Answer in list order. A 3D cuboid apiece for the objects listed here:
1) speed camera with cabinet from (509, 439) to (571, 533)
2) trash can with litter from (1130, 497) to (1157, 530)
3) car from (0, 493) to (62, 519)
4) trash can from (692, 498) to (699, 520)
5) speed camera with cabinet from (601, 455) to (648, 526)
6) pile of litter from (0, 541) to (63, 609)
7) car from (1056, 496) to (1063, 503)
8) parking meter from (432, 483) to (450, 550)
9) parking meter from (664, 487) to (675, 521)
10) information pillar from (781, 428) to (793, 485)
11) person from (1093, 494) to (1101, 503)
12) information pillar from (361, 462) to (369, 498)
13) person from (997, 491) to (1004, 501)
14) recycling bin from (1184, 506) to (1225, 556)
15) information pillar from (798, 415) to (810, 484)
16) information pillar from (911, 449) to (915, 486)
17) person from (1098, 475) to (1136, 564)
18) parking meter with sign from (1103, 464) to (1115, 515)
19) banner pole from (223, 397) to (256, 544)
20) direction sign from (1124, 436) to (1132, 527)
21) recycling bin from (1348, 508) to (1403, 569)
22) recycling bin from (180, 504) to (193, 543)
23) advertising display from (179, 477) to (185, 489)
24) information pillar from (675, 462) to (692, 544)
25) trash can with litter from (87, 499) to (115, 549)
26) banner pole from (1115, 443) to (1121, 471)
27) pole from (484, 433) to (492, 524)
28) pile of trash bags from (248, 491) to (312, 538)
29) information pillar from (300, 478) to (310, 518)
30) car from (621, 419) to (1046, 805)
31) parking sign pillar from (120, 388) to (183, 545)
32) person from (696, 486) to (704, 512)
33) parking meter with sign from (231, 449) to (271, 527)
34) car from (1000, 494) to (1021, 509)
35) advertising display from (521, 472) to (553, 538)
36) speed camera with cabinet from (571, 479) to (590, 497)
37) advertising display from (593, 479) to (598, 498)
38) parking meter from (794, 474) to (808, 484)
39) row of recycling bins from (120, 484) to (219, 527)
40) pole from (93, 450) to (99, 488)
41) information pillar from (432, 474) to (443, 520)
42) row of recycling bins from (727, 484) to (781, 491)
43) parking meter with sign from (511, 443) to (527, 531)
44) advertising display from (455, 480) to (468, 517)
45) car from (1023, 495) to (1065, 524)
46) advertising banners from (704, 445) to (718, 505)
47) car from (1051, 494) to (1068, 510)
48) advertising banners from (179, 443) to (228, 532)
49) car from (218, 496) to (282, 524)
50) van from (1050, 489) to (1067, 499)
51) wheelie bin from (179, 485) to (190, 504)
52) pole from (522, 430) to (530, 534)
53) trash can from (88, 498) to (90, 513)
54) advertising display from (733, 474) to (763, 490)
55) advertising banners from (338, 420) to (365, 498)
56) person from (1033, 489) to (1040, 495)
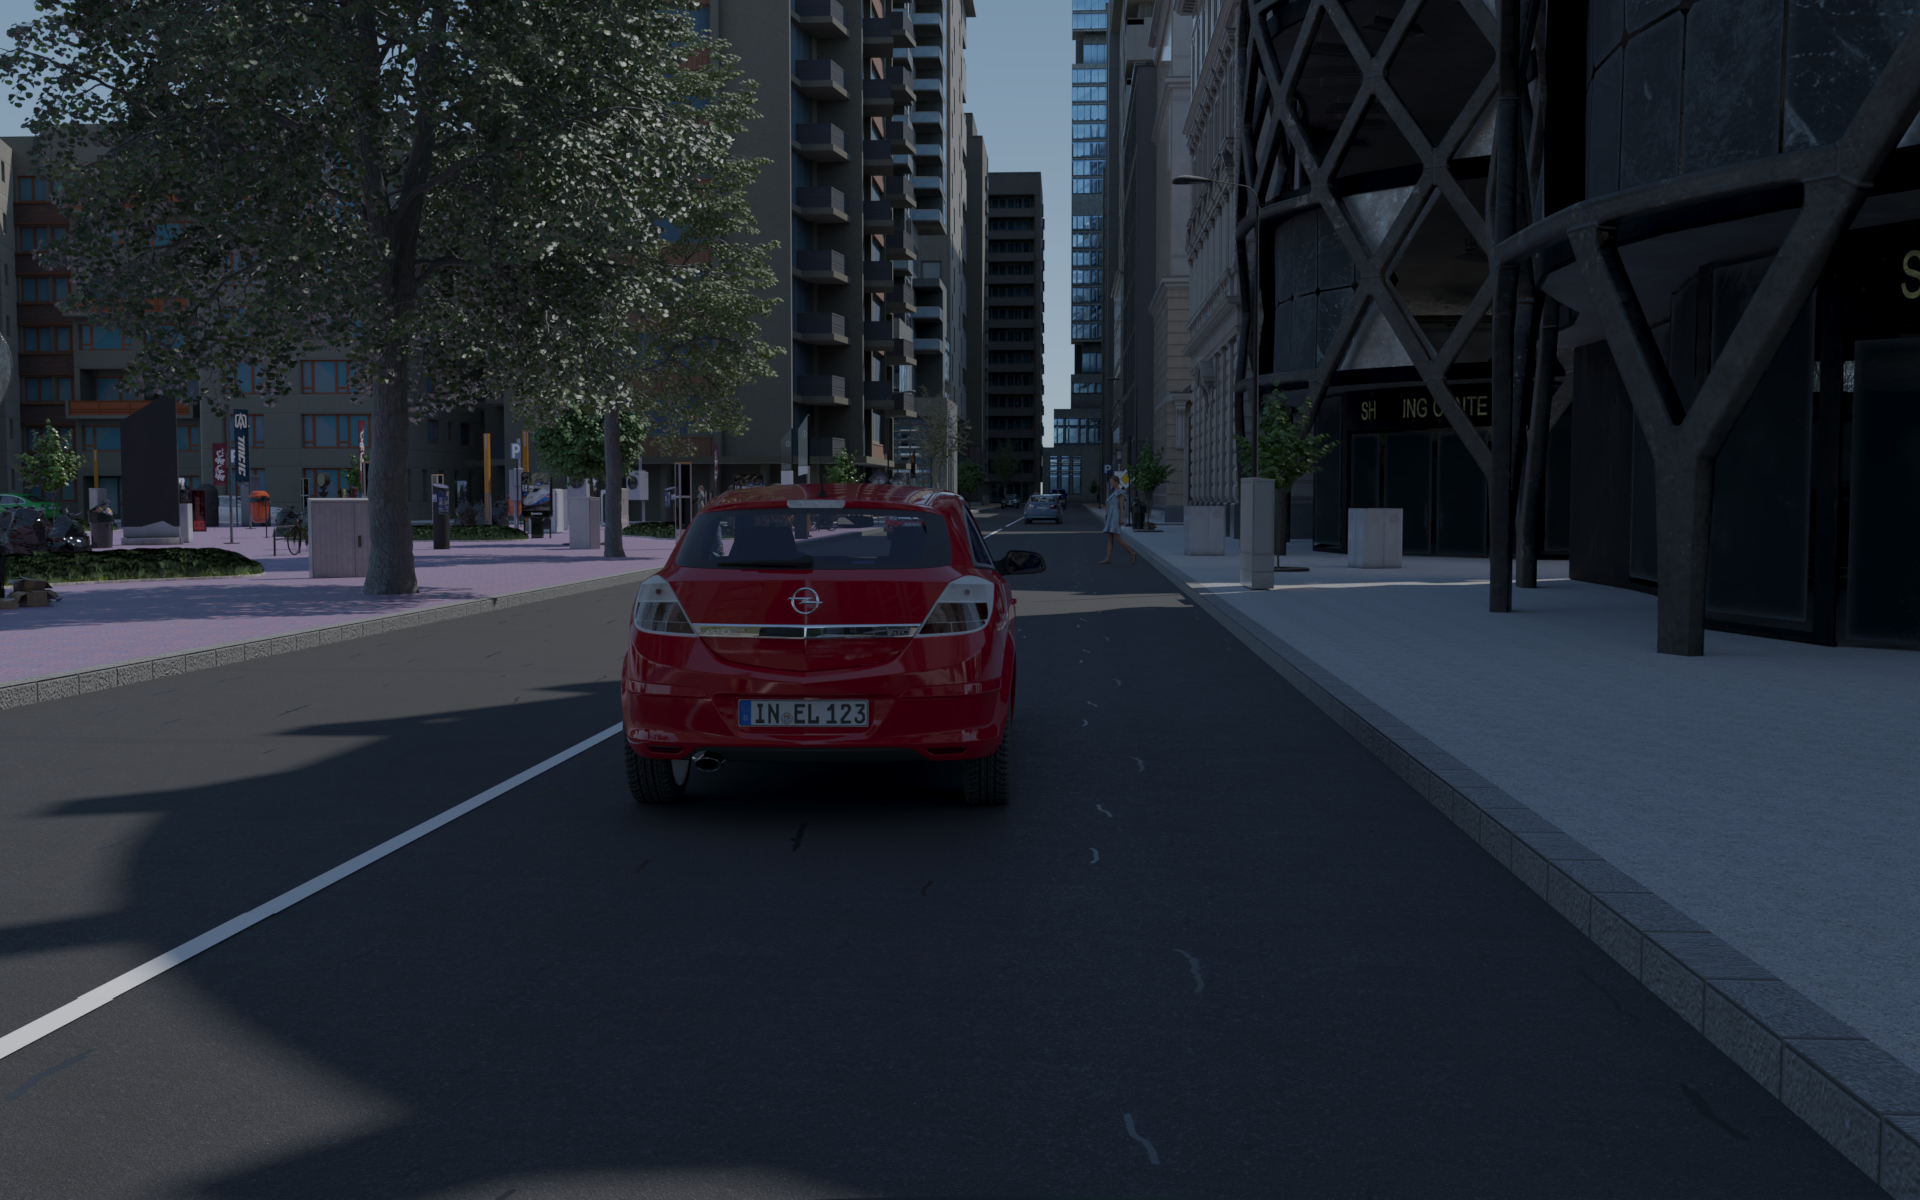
[{"bbox_3d":[-15.122,-4.151,62.197,2.038,3.252,0.660,-1,4,-13],"label":"speed camera with cabinet"},{"bbox_3d":[6.630,-3.111,62.258,0.624,1.170,1.055,-3,5,-45],"label":"trash can with litter"},{"bbox_3d":[-42.755,-4.199,77.448,4.718,1.807,1.959,0,4,3],"label":"car"},{"bbox_3d":[-10.532,-3.425,67.656,0.748,1.137,0.748,0,3,0],"label":"trash can"},{"bbox_3d":[-13.367,-4.562,68.927,2.038,3.252,0.660,2,4,31],"label":"speed camera with cabinet"},{"bbox_3d":[-10.937,-0.365,19.932,1.176,0.858,1.719,1,4,11],"label":"pile of litter"},{"bbox_3d":[5.820,-6.325,115.780,2.083,1.381,4.827,0,4,4],"label":"car"},{"bbox_3d":[-12.043,-1.944,40.200,0.372,1.533,0.369,0,3,0],"label":"parking meter"},{"bbox_3d":[-9.850,-3.086,58.865,0.372,1.533,0.369,0,3,0],"label":"parking meter"},{"bbox_3d":[-6.134,-4.294,61.568,0.504,3.616,0.183,2,4,33],"label":"information pillar"},{"bbox_3d":[18.504,-13.646,232.428,1.217,1.723,0.721,1,4,13],"label":"person"},{"bbox_3d":[-13.363,-2.125,39.234,0.304,2.012,0.304,-2,4,-28],"label":"information pillar"},{"bbox_3d":[5.694,-13.851,234.599,1.348,1.869,0.705,2,4,25],"label":"person"},{"bbox_3d":[5.115,-1.451,36.280,0.722,1.027,0.722,0,4,-5],"label":"recycling bin"},{"bbox_3d":[-4.625,-3.679,51.505,0.183,3.616,0.504,-3,5,-41],"label":"information pillar"},{"bbox_3d":[-2.459,-6.107,91.200,0.183,3.616,0.504,-1,4,-22],"label":"information pillar"},{"bbox_3d":[3.218,-1.646,35.500,0.778,1.811,0.616,0,4,-5],"label":"person"},{"bbox_3d":[8.758,-6.389,100.724,0.543,3.016,1.738,0,4,-8],"label":"parking meter with sign"},{"bbox_3d":[-18.688,-3.349,44.780,0.401,3.779,0.863,2,4,26],"label":"banner pole"},{"bbox_3d":[6.647,-4.644,67.933,0.379,3.537,0.876,1,4,15],"label":"direction sign"},{"bbox_3d":[7.213,-1.073,30.099,0.722,1.027,0.722,-1,4,-11],"label":"recycling bin"},{"bbox_3d":[-20.641,-2.021,45.596,0.722,1.027,0.722,-1,4,-16],"label":"recycling bin"},{"bbox_3d":[-28.818,-3.593,63.959,0.123,1.923,0.974,0,4,-6],"label":"advertising display"},{"bbox_3d":[-6.458,-2.199,40.448,0.304,2.012,0.304,-2,4,-30],"label":"information pillar"},{"bbox_3d":[-20.518,-1.801,40.838,1.055,1.170,0.624,-1,4,-17],"label":"trash can with litter"},{"bbox_3d":[7.697,-5.783,84.571,0.401,3.779,0.863,-1,4,-20],"label":"banner pole"},{"bbox_3d":[-15.919,-3.946,58.365,0.158,3.312,0.155,0,3,0],"label":"pole"},{"bbox_3d":[-19.846,-2.581,51.953,1.912,1.369,3.447,2,4,27],"label":"pile of trash bags"},{"bbox_3d":[-30.228,-4.616,79.958,0.304,2.012,0.304,-3,5,-41],"label":"information pillar"},{"bbox_3d":[-0.598,-0.028,9.492,2.155,1.783,4.494,0,4,2],"label":"car"},{"bbox_3d":[-20.493,-3.385,43.821,1.447,3.967,1.447,-1,4,-21],"label":"parking sign pillar"},{"bbox_3d":[-11.208,-3.993,74.054,0.573,1.790,0.520,-1,4,-11],"label":"person"},{"bbox_3d":[-27.789,-4.382,67.900,0.543,3.016,1.738,1,4,18],"label":"parking meter with sign"},{"bbox_3d":[4.868,-9.643,167.447,2.009,1.686,4.222,0,4,3],"label":"car"},{"bbox_3d":[-12.273,-2.755,50.259,0.974,1.923,0.123,1,4,17],"label":"advertising display"},{"bbox_3d":[-24.862,-7.307,113.798,2.038,3.252,0.660,1,4,22],"label":"speed camera with cabinet"},{"bbox_3d":[-13.698,-3.574,63.641,0.123,1.923,0.974,3,4,36],"label":"advertising display"},{"bbox_3d":[-4.546,-2.671,49.387,0.399,1.863,0.255,0,4,8],"label":"parking meter"},{"bbox_3d":[-30.899,-3.708,67.736,3.534,1.692,1.069,-1,4,-19],"label":"row of recycling bins"},{"bbox_3d":[-39.645,-5.240,79.515,0.158,3.312,0.155,0,3,0],"label":"pole"},{"bbox_3d":[-19.520,-3.686,64.752,0.304,2.012,0.304,2,4,30],"label":"information pillar"},{"bbox_3d":[-7.516,-3.695,67.529,3.534,1.692,1.069,-3,5,-45],"label":"row of recycling bins"},{"bbox_3d":[-14.582,-3.874,59.606,0.543,3.016,1.738,2,4,35],"label":"parking meter with sign"},{"bbox_3d":[-22.646,-4.492,78.657,0.123,1.923,0.974,1,4,12],"label":"advertising display"},{"bbox_3d":[4.054,-4.401,83.961,2.014,1.417,4.499,0,4,5],"label":"car"},{"bbox_3d":[-8.930,-4.034,62.138,0.090,3.025,2.074,-1,4,-21],"label":"advertising banners"},{"bbox_3d":[8.946,-9.188,160.010,2.009,1.686,4.222,0,4,3],"label":"car"},{"bbox_3d":[-25.952,-3.836,58.901,2.074,3.025,0.090,-2,4,-23],"label":"advertising banners"},{"bbox_3d":[-31.280,-3.821,74.836,4.827,1.381,2.083,0,4,4],"label":"car"},{"bbox_3d":[12.370,-13.039,217.566,2.240,2.365,5.245,0,4,3],"label":"van"},{"bbox_3d":[-27.514,-3.246,60.975,0.693,1.594,0.980,-3,5,-42],"label":"wheelie bin"},{"bbox_3d":[-13.855,-3.757,55.273,0.158,3.312,0.155,0,3,0],"label":"pole"},{"bbox_3d":[-34.884,-3.571,70.032,0.748,1.137,0.748,0,3,0],"label":"trash can"},{"bbox_3d":[-6.763,-3.065,55.324,0.974,1.923,0.123,-2,4,-24],"label":"advertising display"},{"bbox_3d":[-14.115,-2.697,40.285,0.090,3.025,2.074,0,4,-2],"label":"advertising banners"},{"bbox_3d":[5.631,-7.313,128.266,0.606,1.804,0.583,-1,4,-14],"label":"person"}]
